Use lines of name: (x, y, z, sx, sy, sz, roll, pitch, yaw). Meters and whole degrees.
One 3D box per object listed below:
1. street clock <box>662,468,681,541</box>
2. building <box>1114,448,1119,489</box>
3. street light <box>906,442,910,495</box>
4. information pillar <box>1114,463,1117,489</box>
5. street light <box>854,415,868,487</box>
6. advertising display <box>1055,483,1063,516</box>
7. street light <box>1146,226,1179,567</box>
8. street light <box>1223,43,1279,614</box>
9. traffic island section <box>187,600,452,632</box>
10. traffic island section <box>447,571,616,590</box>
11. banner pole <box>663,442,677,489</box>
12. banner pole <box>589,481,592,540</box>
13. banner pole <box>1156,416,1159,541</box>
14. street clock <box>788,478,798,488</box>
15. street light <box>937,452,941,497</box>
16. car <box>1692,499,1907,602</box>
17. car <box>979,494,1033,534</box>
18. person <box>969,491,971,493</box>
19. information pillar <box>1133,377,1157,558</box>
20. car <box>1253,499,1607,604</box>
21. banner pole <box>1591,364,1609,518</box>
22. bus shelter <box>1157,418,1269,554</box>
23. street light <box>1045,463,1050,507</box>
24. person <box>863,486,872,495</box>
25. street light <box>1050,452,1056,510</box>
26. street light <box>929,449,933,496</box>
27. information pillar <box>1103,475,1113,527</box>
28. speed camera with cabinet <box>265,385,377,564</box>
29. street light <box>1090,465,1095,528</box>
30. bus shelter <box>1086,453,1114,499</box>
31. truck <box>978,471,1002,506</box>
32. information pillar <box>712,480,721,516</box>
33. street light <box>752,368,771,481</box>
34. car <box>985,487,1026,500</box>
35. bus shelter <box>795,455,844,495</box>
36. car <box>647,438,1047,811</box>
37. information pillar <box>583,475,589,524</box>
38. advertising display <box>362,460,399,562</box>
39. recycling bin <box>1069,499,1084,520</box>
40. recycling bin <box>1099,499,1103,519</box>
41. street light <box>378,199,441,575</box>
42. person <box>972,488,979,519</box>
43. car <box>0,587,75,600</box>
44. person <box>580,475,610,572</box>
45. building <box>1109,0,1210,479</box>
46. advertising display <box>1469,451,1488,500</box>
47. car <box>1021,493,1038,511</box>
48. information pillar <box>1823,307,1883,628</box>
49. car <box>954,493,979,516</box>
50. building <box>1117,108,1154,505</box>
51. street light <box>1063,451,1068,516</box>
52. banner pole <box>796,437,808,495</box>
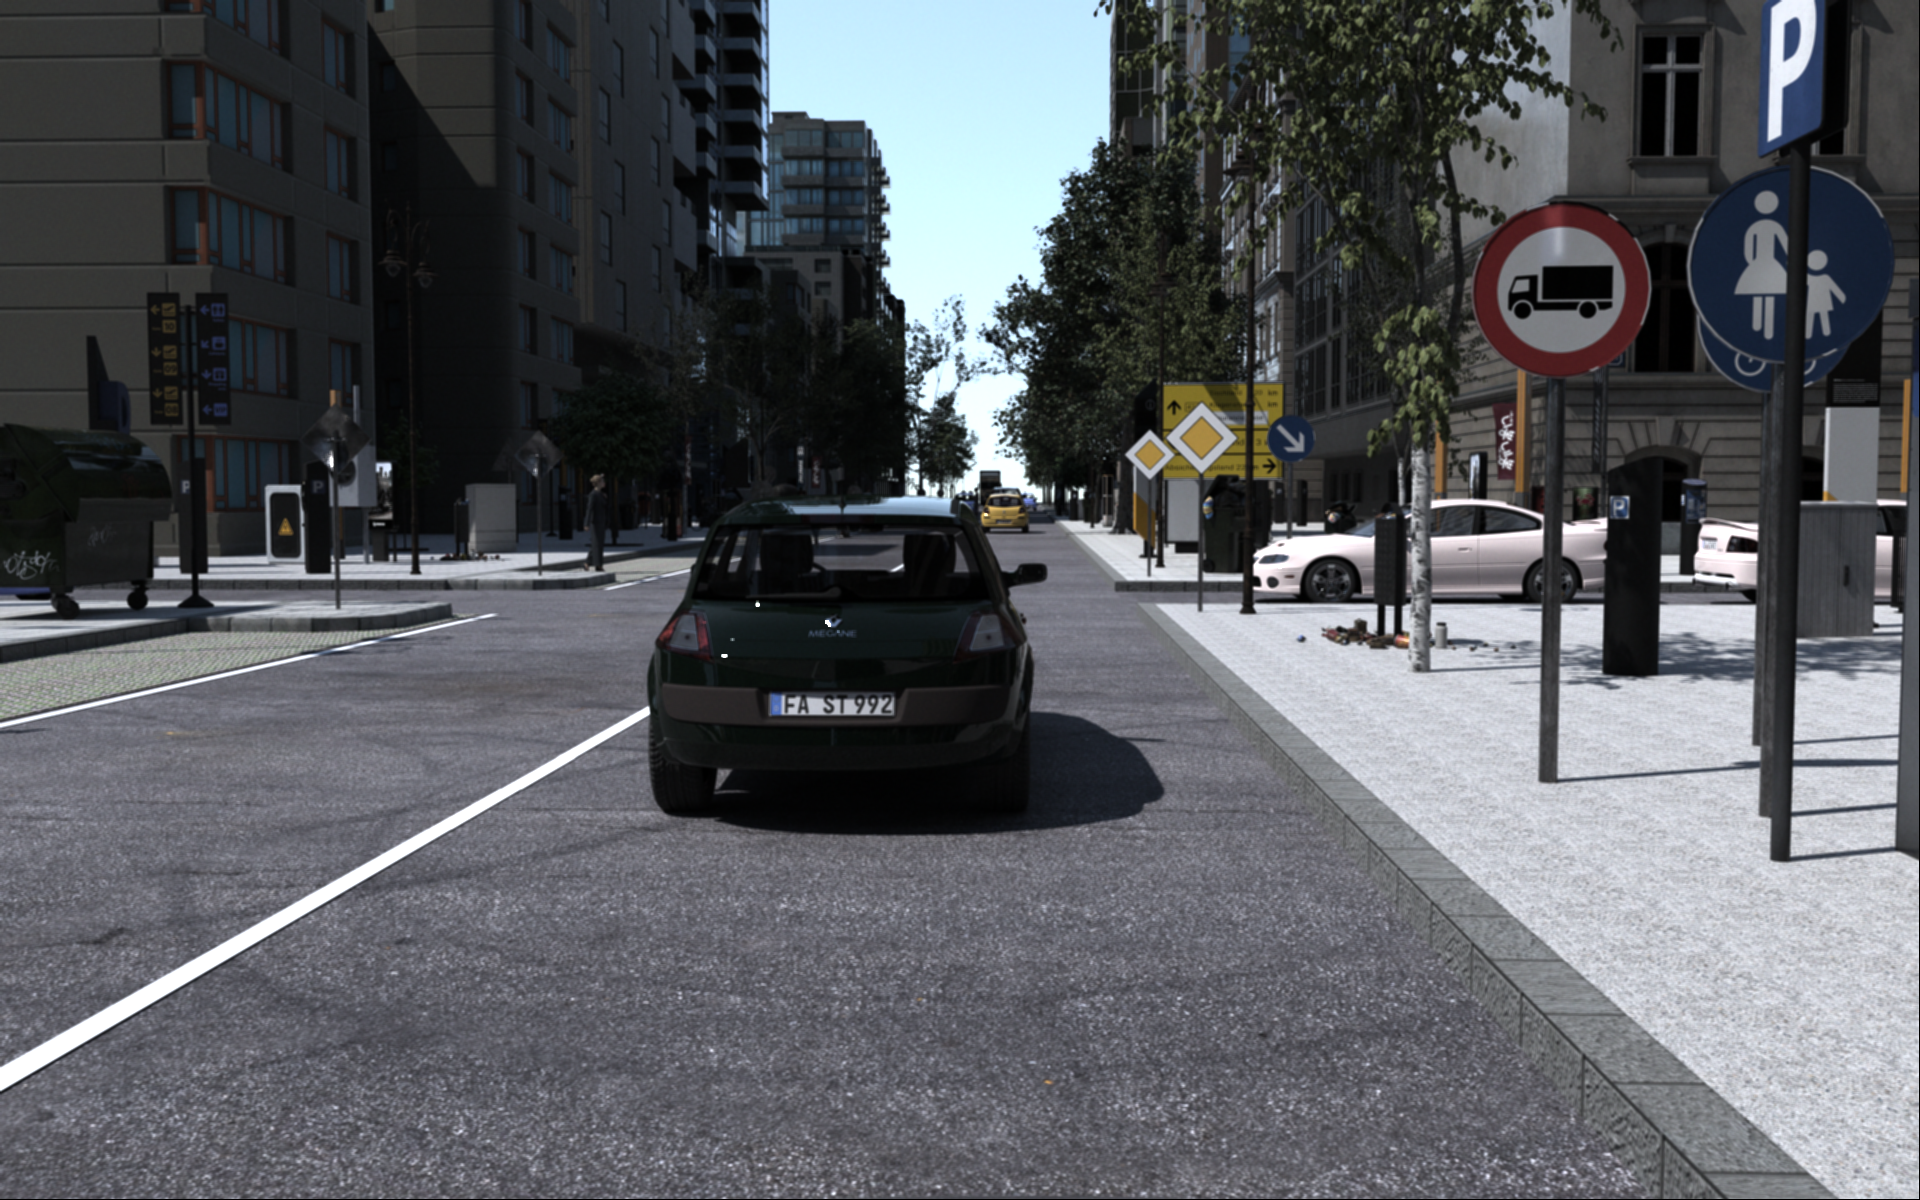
street clock: (-7.874, -2.616, 47.343, 0.358, 2.002, 0.471, 3, 5, 44)
building: (31.210, -36.957, 223.852, 23.786, 49.044, 30.456, 0, 4, 2)
street light: (-4.214, -10.207, 139.673, 0.468, 5.910, 1.993, 0, 4, 2)
information pillar: (9.030, -6.762, 101.921, 0.183, 3.616, 0.504, -2, 4, -33)
street light: (-5.786, -7.744, 99.401, 0.468, 5.910, 1.993, 0, 4, 2)
advertising display: (5.773, -5.845, 100.784, 0.123, 1.923, 0.974, -1, 4, -16)
street light: (3.506, -3.509, 30.161, 0.468, 5.910, 1.993, 0, 4, 2)
street light: (3.090, -2.790, 18.407, 0.468, 5.910, 1.993, 0, 4, 2)
traffic island section: (-6.944, 0.183, 19.284, 2.009, 0.180, 2.903, 0, 4, 2)
traffic island section: (-6.629, -0.305, 27.263, 2.009, 0.180, 2.903, 0, 4, 2)
banner pole: (-13.861, -5.697, 83.164, 0.863, 3.779, 0.401, 1, 4, 15)
banner pole: (-10.258, -3.575, 48.466, 0.401, 3.779, 0.863, -2, 4, -28)
banner pole: (5.422, -3.518, 47.536, 0.401, 3.779, 0.863, -2, 4, -26)
street clock: (-7.689, -4.620, 80.111, 0.471, 2.002, 0.358, -2, 4, -33)
street light: (-2.295, -13.125, 187.386, 0.468, 5.910, 1.993, 0, 4, 2)
car: (11.880, -0.585, 21.927, 4.827, 1.381, 2.083, 0, 4, 4)
car: (1.702, -3.313, 64.392, 2.015, 1.641, 3.980, 0, 4, 3)
person: (0.947, -9.393, 162.797, 1.217, 1.735, 0.721, -1, 4, -14)
information pillar: (3.722, -2.652, 34.712, 0.504, 3.616, 0.183, -2, 4, -24)
car: (6.186, -0.638, 22.790, 4.827, 1.381, 2.083, 0, 4, 1)
banner pole: (10.013, -2.269, 27.108, 0.401, 3.779, 0.863, 3, 4, 37)
bus shelter: (5.108, -2.508, 34.926, 2.014, 3.302, 5.546, 0, 4, 2)
street light: (9.286, -12.550, 177.984, 0.468, 5.910, 1.993, 0, 4, 2)
person: (-3.595, -3.635, 68.502, 0.480, 1.755, 0.524, 1, 4, 16)
street light: (7.863, -10.393, 142.706, 0.468, 5.910, 1.993, 0, 4, 2)
street light: (-2.946, -12.344, 174.611, 0.468, 5.910, 1.993, 0, 4, 2)
information pillar: (5.764, -3.853, 67.487, 0.304, 2.012, 0.304, -2, 4, -25)
speed camera with cabinet: (-11.703, -2.283, 31.669, 2.038, 3.252, 0.660, 1, 4, 18)
street light: (5.008, -5.662, 65.368, 0.468, 5.910, 1.993, 0, 4, 2)
bus shelter: (7.523, -6.335, 94.852, 1.731, 3.624, 6.357, 0, 4, 2)
truck: (3.646, -13.464, 209.056, 2.839, 4.237, 11.283, 0, 4, 2)
information pillar: (-12.578, -5.196, 89.439, 0.304, 2.012, 0.304, 3, 5, 39)
street light: (-7.257, -5.552, 63.556, 0.468, 5.910, 1.993, 0, 4, 2)
car: (2.528, -5.313, 95.536, 2.281, 1.827, 5.304, 0, 4, 1)
bus shelter: (-7.538, -6.069, 93.155, 2.014, 3.302, 5.546, 0, 4, 2)
car: (-0.518, 0.035, 9.222, 2.009, 1.686, 4.222, 0, 4, 0)
information pillar: (-13.452, -3.511, 61.903, 0.304, 2.012, 0.304, 1, 4, 9)
advertising display: (-11.010, -1.692, 32.875, 0.974, 1.923, 0.123, 2, 4, 35)
recycling bin: (5.743, -4.413, 84.699, 0.722, 1.027, 0.722, -1, 4, -9)
recycling bin: (7.105, -4.629, 88.244, 0.722, 1.027, 0.722, -3, 5, -41)
street light: (-8.704, -3.348, 27.522, 0.468, 5.910, 1.993, 0, 4, 2)
person: (0.829, -5.121, 92.563, 0.374, 1.781, 0.599, -1, 4, -12)
car: (-13.387, -0.773, 22.234, 3.694, 1.707, 1.945, 0, 4, 3)
person: (-6.533, -1.350, 30.986, 0.534, 1.772, 0.576, -1, 4, -13)
building: (29.914, -49.593, 249.097, 20.563, 71.187, 20.611, 0, 4, 2)
advertising display: (7.946, -1.308, 26.607, 0.123, 1.923, 0.974, 0, 4, 7)
car: (5.696, -8.481, 148.254, 1.945, 1.707, 3.694, 0, 4, 1)
information pillar: (8.540, -1.541, 16.555, 0.504, 3.616, 0.183, 0, 4, 2)
car: (0.320, -6.508, 115.991, 1.945, 1.707, 3.694, 0, 4, 2)
building: (25.542, -33.723, 201.487, 14.600, 45.320, 14.200, 0, 4, 2)
street light: (6.500, -8.256, 107.772, 0.468, 5.910, 1.993, 0, 4, 2)
banner pole: (-6.924, -5.290, 76.511, 0.863, 3.779, 0.401, 3, 5, 41)
